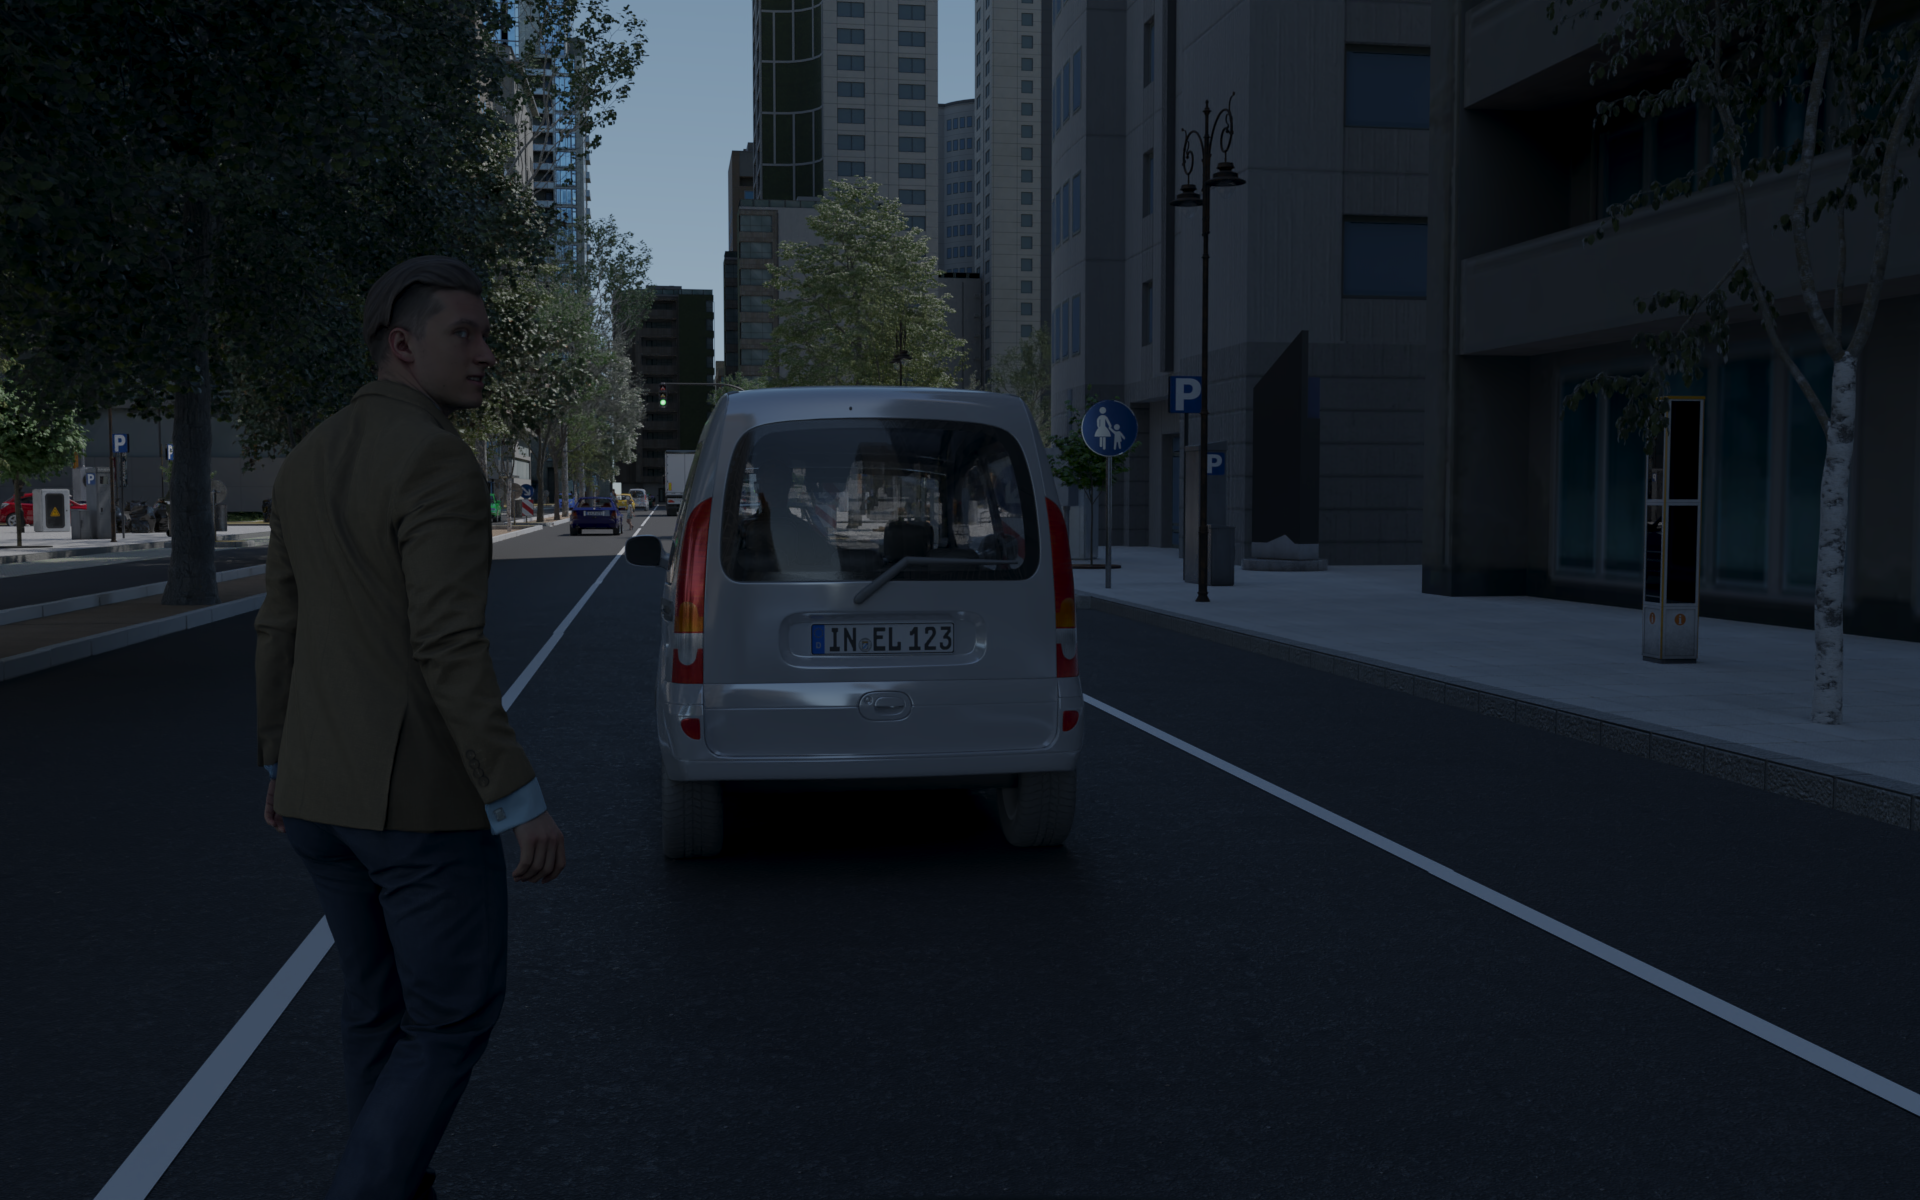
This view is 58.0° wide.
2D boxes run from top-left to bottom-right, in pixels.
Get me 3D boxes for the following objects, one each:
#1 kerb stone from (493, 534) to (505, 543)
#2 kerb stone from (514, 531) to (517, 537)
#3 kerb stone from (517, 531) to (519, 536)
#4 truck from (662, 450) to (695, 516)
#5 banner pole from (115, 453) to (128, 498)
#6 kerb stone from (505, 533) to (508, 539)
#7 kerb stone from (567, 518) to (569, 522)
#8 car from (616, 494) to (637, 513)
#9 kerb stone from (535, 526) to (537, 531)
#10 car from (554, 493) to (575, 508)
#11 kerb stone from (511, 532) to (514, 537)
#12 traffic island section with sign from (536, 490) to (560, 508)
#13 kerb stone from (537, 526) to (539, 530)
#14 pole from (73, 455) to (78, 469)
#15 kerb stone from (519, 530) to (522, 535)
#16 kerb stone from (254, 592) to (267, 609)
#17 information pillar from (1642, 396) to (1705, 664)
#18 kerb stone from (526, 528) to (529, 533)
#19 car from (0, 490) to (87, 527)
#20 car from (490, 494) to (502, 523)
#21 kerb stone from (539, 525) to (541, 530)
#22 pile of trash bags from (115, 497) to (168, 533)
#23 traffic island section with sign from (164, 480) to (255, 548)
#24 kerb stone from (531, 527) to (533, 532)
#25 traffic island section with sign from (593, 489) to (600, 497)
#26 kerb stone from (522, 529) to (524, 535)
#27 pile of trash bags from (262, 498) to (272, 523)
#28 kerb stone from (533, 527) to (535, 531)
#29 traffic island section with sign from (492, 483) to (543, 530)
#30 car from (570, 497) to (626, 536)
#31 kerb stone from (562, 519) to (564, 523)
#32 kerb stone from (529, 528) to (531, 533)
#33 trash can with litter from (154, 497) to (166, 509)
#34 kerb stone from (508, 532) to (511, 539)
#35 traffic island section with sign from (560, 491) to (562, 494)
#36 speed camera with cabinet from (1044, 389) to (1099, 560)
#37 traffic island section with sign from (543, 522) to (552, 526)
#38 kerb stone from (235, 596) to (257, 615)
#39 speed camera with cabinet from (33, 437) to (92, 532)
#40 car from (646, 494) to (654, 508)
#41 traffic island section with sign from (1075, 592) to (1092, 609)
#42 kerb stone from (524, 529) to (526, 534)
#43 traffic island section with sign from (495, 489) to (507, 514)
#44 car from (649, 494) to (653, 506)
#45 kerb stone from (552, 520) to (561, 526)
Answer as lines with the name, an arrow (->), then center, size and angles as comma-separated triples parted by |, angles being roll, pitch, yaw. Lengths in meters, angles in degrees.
kerb stone -> -14.181, -1.898, 53.289 | 0.120, 0.150, 1.000 | -1, 4, -10
kerb stone -> -14.873, -2.150, 57.340 | 0.120, 0.150, 1.000 | -1, 4, -10
kerb stone -> -15.045, -2.211, 58.348 | 0.120, 0.150, 1.000 | -1, 4, -10
truck -> -18.635, -7.825, 116.851 | 2.839, 4.237, 11.283 | -1, 4, -10
banner pole -> -37.640, -5.362, 77.681 | 0.863, 3.779, 0.401 | 1, 4, 21
kerb stone -> -14.360, -1.963, 54.297 | 0.120, 0.150, 1.000 | -1, 4, -10
kerb stone -> -19.916, -3.973, 87.146 | 0.120, 0.150, 1.000 | -1, 4, -10
car -> -26.251, -7.637, 135.089 | 2.015, 1.641, 3.980 | -1, 4, -9
kerb stone -> -16.416, -2.703, 66.438 | 0.120, 0.150, 1.000 | -1, 4, -10
car -> -36.710, -9.265, 161.078 | 1.945, 1.707, 3.694 | -1, 4, -11
kerb stone -> -14.699, -2.082, 56.320 | 0.120, 0.150, 1.000 | -1, 4, -10
traffic island section with sign -> -42.293, -10.310, 177.188 | 1.989, 1.847, 2.006 | -1, 4, -10
kerb stone -> -16.582, -2.761, 67.447 | 0.120, 0.150, 1.000 | -1, 4, -10
pole -> -38.064, -4.939, 74.597 | 0.158, 3.312, 0.155 | 0, 3, 0
kerb stone -> -15.202, -2.273, 59.357 | 0.120, 0.150, 1.000 | -1, 4, -10
kerb stone -> -8.869, 0.018, 21.907 | 0.120, 0.150, 1.000 | -1, 4, -10
information pillar -> 5.418, -0.531, 13.167 | 0.304, 2.012, 0.304 | 0, 4, -6
kerb stone -> -15.729, -2.458, 62.399 | 0.120, 0.150, 1.000 | -1, 4, -10
car -> -36.459, -3.744, 70.255 | 4.494, 1.783, 2.155 | -1, 4, -8
car -> -24.324, -4.847, 88.046 | 1.959, 1.807, 4.718 | -1, 4, -11
kerb stone -> -16.758, -2.827, 68.453 | 0.120, 0.150, 1.000 | -1, 4, -10
pile of trash bags -> -26.889, -2.941, 57.846 | 1.912, 1.369, 3.447 | 1, 4, 18
traffic island section with sign -> -20.226, -2.336, 46.821 | 1.989, 1.847, 2.006 | -1, 4, -10
kerb stone -> -16.069, -2.582, 64.415 | 0.120, 0.150, 1.000 | -1, 4, -10
traffic island section with sign -> -31.906, -8.774, 151.594 | 2.006, 1.907, 1.989 | -1, 4, -10
kerb stone -> -15.391, -2.335, 60.369 | 0.120, 0.150, 1.000 | -1, 4, -10
pile of trash bags -> -30.833, -4.239, 79.058 | 1.912, 1.369, 3.447 | -1, 4, -20
kerb stone -> -16.241, -2.644, 65.431 | 0.120, 0.150, 1.000 | -1, 4, -10
traffic island section with sign -> -18.120, -3.796, 70.203 | 2.006, 1.907, 1.989 | -1, 4, -10
car -> -12.815, -2.971, 61.152 | 1.945, 1.354, 3.894 | -1, 4, -9
kerb stone -> -19.236, -3.725, 83.098 | 0.120, 0.150, 1.000 | -1, 4, -10
kerb stone -> -15.901, -2.521, 63.407 | 0.120, 0.150, 1.000 | -1, 4, -10
trash can with litter -> -28.219, -3.089, 61.890 | 0.624, 1.170, 1.055 | 1, 4, 13
kerb stone -> -14.527, -2.025, 55.311 | 0.120, 0.150, 1.000 | -1, 4, -10
traffic island section with sign -> -46.927, -11.979, 204.490 | 1.989, 1.847, 2.006 | -1, 4, -10
speed camera with cabinet -> 2.133, -2.393, 33.457 | 0.660, 3.252, 2.038 | 1, 4, 20
traffic island section with sign -> -19.348, -4.243, 77.508 | 2.006, 1.907, 1.989 | -1, 4, -10
kerb stone -> -8.696, 0.082, 20.897 | 0.120, 0.150, 1.000 | -1, 4, -10
speed camera with cabinet -> -30.379, -3.948, 58.884 | 0.660, 3.252, 2.038 | 2, 4, 35
car -> -32.668, -10.209, 178.721 | 2.131, 1.459, 4.920 | -1, 4, -9
traffic island section with sign -> 0.518, -0.844, 22.435 | 1.989, 1.847, 2.006 | -1, 4, -10
kerb stone -> -15.563, -2.392, 61.388 | 0.120, 0.150, 1.000 | -1, 4, -10
traffic island section with sign -> -33.920, -7.284, 127.715 | 1.989, 1.847, 2.006 | -1, 4, -10
car -> -39.029, -12.643, 215.506 | 1.959, 1.807, 4.718 | 0, 4, -8
kerb stone -> -18.886, -3.594, 81.084 | 0.120, 0.150, 1.000 | -1, 4, -10
